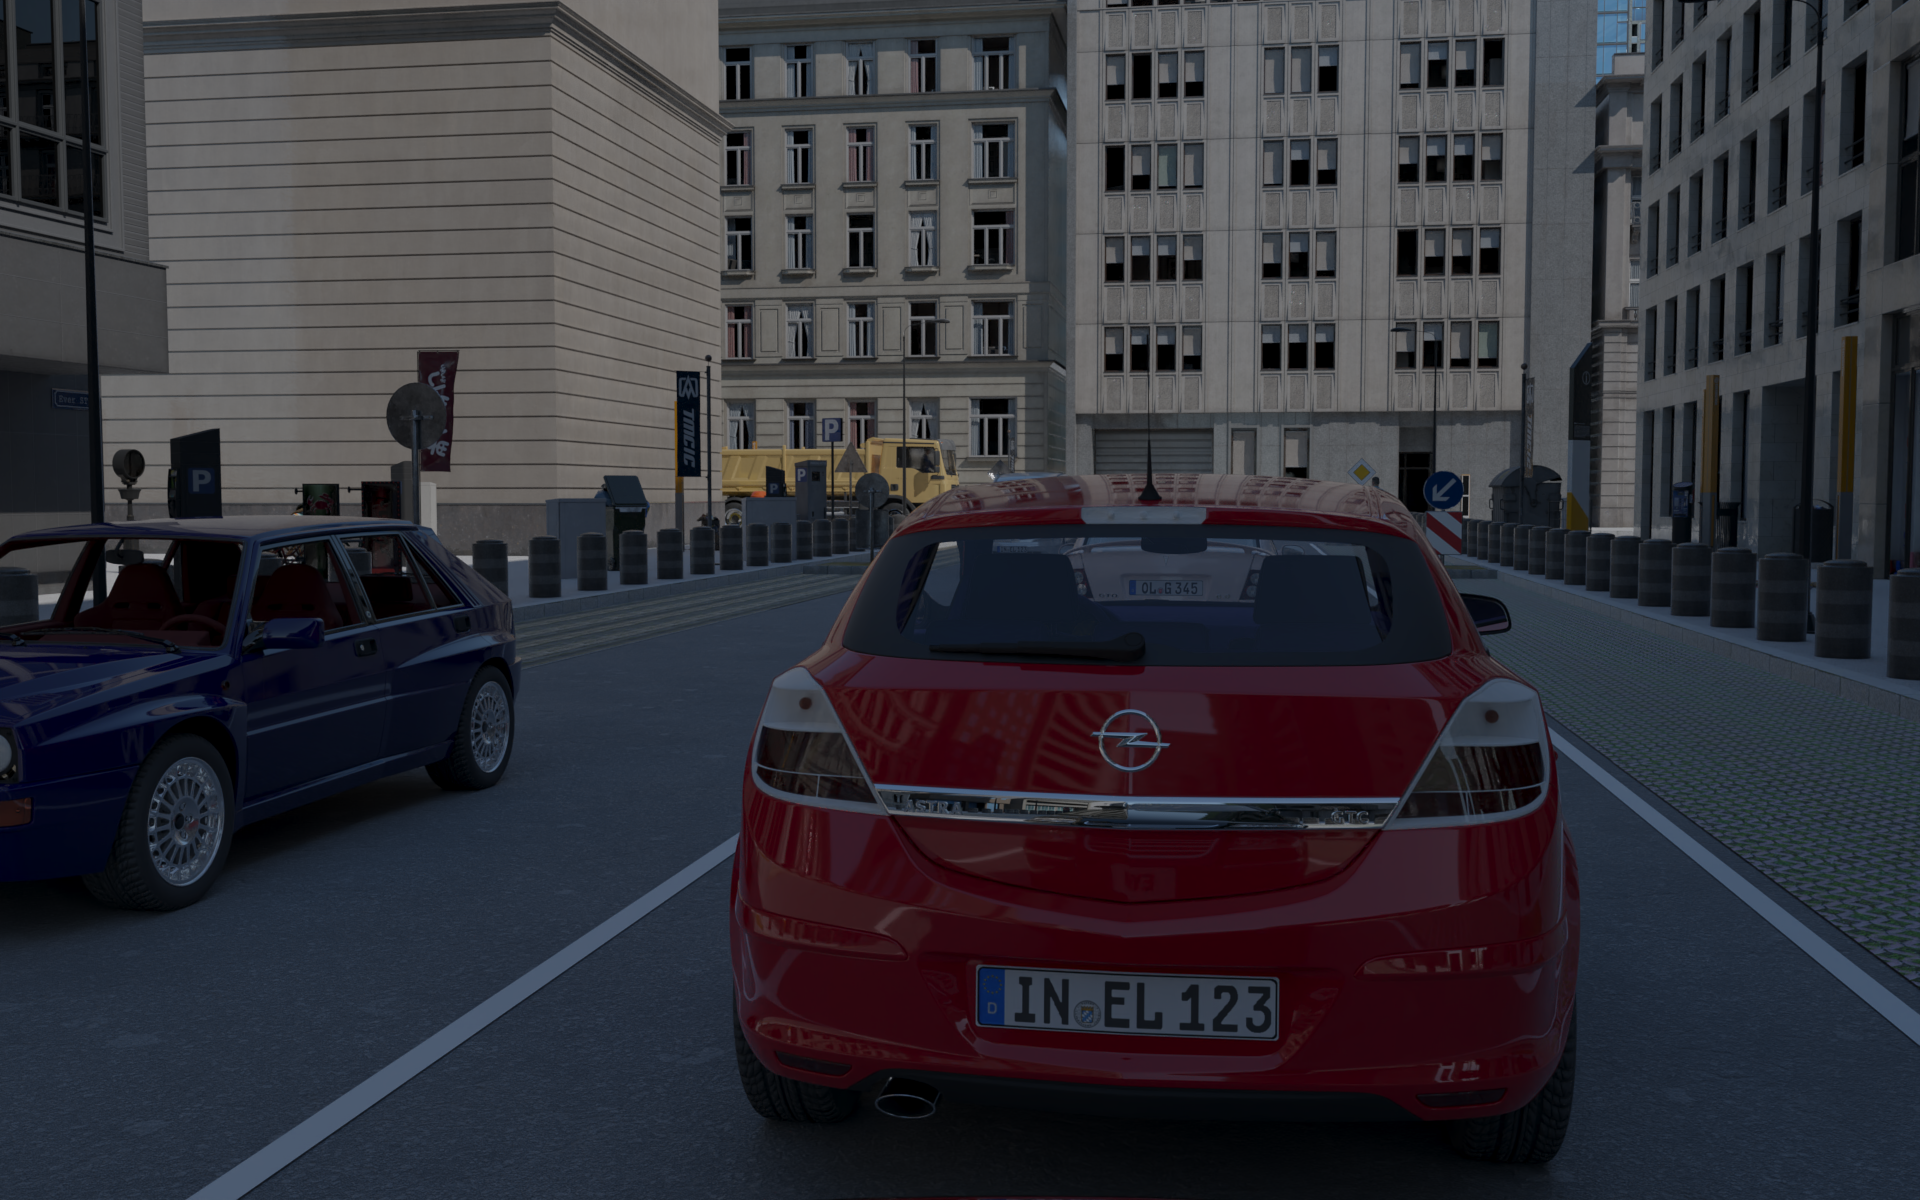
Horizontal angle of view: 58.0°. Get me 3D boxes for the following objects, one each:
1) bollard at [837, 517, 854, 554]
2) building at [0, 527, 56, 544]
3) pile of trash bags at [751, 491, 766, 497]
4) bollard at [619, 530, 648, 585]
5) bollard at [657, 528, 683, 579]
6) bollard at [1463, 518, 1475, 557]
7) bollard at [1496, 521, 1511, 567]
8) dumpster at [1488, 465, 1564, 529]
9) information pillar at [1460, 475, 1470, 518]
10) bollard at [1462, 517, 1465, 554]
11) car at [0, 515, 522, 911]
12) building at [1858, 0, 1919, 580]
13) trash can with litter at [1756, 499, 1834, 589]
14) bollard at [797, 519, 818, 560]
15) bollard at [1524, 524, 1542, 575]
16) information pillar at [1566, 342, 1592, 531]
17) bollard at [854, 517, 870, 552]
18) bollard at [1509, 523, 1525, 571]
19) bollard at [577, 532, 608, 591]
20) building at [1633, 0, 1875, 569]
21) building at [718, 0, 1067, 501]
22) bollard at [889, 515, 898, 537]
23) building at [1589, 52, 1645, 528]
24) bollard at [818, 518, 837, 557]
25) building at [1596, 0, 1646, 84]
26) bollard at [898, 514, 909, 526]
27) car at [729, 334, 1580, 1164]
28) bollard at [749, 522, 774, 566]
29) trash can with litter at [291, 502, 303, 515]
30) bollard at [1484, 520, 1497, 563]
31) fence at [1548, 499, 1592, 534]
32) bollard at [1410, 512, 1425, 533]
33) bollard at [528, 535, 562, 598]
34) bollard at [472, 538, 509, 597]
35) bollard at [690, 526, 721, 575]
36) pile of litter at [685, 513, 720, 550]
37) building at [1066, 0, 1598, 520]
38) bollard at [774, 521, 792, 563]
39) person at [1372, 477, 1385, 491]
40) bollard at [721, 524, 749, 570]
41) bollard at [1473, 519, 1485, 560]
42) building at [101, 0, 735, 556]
[{"bbox_3d":[-2.572,-1.369,37.096,0.404,0.777,0.398,0,3,0],"label":"bollard"},{"bbox_3d":[-18.702,-13.327,11.399,14.314,27.812,24.014,1,4,9],"label":"building"},{"bbox_3d":[-5.182,-2.503,50.683,1.912,1.369,3.447,1,4,21],"label":"pile of trash bags"},{"bbox_3d":[-4.645,-0.608,24.650,0.404,0.777,0.398,0,3,0],"label":"bollard"},{"bbox_3d":[-4.387,-0.702,26.201,0.404,0.777,0.398,0,3,0],"label":"bollard"},{"bbox_3d":[10.586,-1.266,35.423,0.404,0.777,0.398,0,3,0],"label":"bollard"},{"bbox_3d":[9.804,-0.981,30.759,0.404,0.777,0.398,0,3,0],"label":"bollard"},{"bbox_3d":[11.502,-1.800,35.194,1.264,1.857,1.865,1,4,9],"label":"dumpster"},{"bbox_3d":[19.084,-3.731,65.500,0.304,2.012,0.304,0,4,3],"label":"information pillar"},{"bbox_3d":[10.840,-1.362,36.987,0.404,0.777,0.398,0,3,0],"label":"bollard"},{"bbox_3d":[-3.320,0.325,7.274,1.945,1.354,3.894,1,4,9],"label":"car"},{"bbox_3d":[20.531,-12.422,7.622,19.350,26.468,34.151,1,4,9],"label":"building"},{"bbox_3d":[11.340,-0.789,23.958,2.233,1.210,1.678,0,4,6],"label":"trash can with litter"},{"bbox_3d":[-3.090,-1.178,33.984,0.404,0.777,0.398,0,3,0],"label":"bollard"},{"bbox_3d":[9.287,-0.791,27.648,0.404,0.777,0.398,0,3,0],"label":"bollard"},{"bbox_3d":[9.554,-2.163,26.716,0.504,3.616,0.183,-3,4,-37],"label":"information pillar"},{"bbox_3d":[-2.308,-1.464,38.656,0.404,0.777,0.398,0,3,0],"label":"bollard"},{"bbox_3d":[9.546,-0.886,29.199,0.404,0.777,0.398,0,3,0],"label":"bollard"},{"bbox_3d":[-4.905,-0.513,23.099,0.404,0.777,0.398,0,3,0],"label":"bollard"},{"bbox_3d":[20.665,-10.951,33.800,10.420,20.320,16.860,1,4,9],"label":"building"},{"bbox_3d":[-9.281,-15.032,79.059,30.059,22.955,16.112,1,4,9],"label":"building"},{"bbox_3d":[-1.791,-1.654,41.767,0.404,0.777,0.398,0,3,0],"label":"bollard"},{"bbox_3d":[36.700,-13.906,69.162,24.055,21.916,13.314,1,4,9],"label":"building"},{"bbox_3d":[-2.826,-1.274,35.542,0.404,0.777,0.398,0,3,0],"label":"bollard"},{"bbox_3d":[77.754,-55.966,227.708,31.000,86.520,22.319,1,4,9],"label":"building"},{"bbox_3d":[-1.532,-1.750,43.331,0.404,0.777,0.398,0,3,0],"label":"bollard"},{"bbox_3d":[0.644,0.229,5.300,2.155,1.783,4.494,1,4,9],"label":"car"},{"bbox_3d":[-3.611,-0.987,30.862,0.404,0.777,0.398,0,3,0],"label":"bollard"},{"bbox_3d":[-10.859,-1.070,28.878,0.624,1.170,1.055,-2,4,-23],"label":"trash can with litter"},{"bbox_3d":[10.066,-1.077,32.321,0.404,0.777,0.398,0,3,0],"label":"bollard"},{"bbox_3d":[10.166,-1.083,28.909,0.480,1.192,2.264,0,4,1],"label":"fence"},{"bbox_3d":[12.660,-2.028,47.880,0.404,0.777,0.398,0,3,0],"label":"bollard"},{"bbox_3d":[-5.166,-0.418,21.549,0.404,0.777,0.398,0,3,0],"label":"bollard"},{"bbox_3d":[-5.420,-0.322,19.989,0.404,0.777,0.398,0,3,0],"label":"bollard"},{"bbox_3d":[-4.130,-0.797,27.752,0.404,0.777,0.398,0,3,0],"label":"bollard"},{"bbox_3d":[-5.594,-1.575,39.717,1.176,0.858,1.719,-3,5,-44],"label":"pile of litter"},{"bbox_3d":[14.994,-15.571,72.615,19.932,24.808,12.078,1,4,9],"label":"building"},{"bbox_3d":[-3.350,-1.083,32.428,0.404,0.777,0.398,0,3,0],"label":"bollard"},{"bbox_3d":[9.667,-1.963,40.465,0.748,1.841,0.638,-2,4,-32],"label":"person"},{"bbox_3d":[-3.870,-0.892,29.305,0.404,0.777,0.398,0,3,0],"label":"bollard"},{"bbox_3d":[10.327,-1.172,33.872,0.404,0.777,0.398,0,3,0],"label":"bollard"},{"bbox_3d":[-19.231,-14.997,42.461,25.104,27.353,12.463,1,4,9],"label":"building"}]
